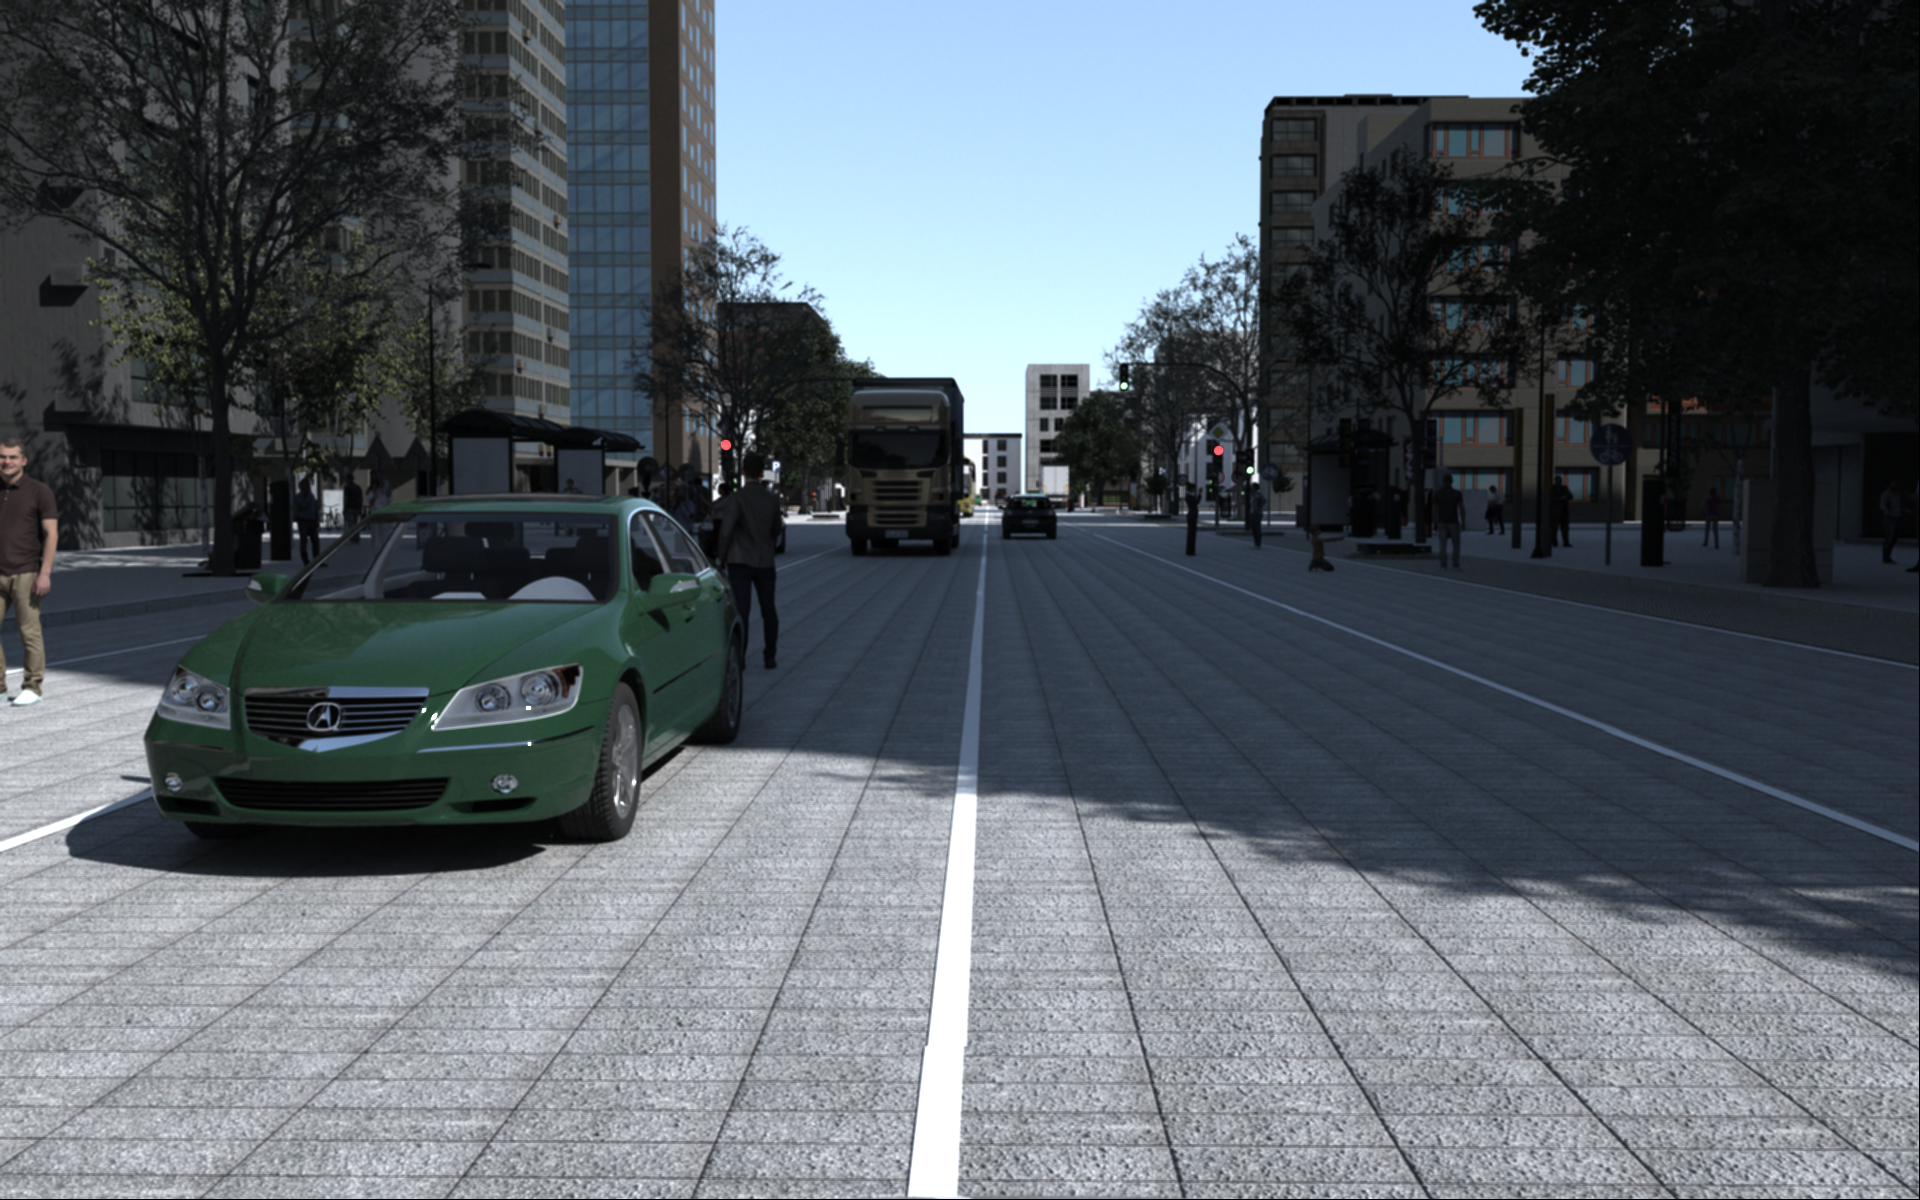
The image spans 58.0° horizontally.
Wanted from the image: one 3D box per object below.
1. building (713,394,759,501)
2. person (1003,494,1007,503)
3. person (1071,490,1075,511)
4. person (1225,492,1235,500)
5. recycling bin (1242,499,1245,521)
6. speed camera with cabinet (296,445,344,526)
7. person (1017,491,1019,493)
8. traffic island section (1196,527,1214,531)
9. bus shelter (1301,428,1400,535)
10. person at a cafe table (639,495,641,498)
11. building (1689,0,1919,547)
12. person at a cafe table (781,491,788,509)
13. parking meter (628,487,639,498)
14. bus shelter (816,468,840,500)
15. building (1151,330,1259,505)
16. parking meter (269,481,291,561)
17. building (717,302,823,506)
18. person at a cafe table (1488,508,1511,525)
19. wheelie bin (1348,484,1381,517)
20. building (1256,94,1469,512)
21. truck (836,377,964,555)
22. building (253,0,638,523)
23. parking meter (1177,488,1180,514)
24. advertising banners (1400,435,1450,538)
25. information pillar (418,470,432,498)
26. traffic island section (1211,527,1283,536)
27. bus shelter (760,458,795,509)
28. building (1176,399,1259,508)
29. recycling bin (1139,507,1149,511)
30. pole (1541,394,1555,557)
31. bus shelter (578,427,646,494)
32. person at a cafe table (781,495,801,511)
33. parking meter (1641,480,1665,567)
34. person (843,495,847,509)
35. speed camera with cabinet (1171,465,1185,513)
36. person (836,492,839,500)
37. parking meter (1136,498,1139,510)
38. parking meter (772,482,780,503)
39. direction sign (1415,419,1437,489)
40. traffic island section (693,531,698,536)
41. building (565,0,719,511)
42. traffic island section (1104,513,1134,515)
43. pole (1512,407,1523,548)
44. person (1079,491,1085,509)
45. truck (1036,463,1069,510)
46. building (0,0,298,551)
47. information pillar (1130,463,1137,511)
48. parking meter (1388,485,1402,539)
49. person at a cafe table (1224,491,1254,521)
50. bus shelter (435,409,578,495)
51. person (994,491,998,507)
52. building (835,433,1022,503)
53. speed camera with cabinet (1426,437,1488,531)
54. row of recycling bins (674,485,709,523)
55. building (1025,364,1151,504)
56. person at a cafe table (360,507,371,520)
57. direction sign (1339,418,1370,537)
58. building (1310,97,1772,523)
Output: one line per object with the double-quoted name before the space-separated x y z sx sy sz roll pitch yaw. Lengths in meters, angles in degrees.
"building" -21.551 -13.290 159.435 9.099 9.664 28.070 0 4 1
"person" 5.728 -12.772 220.556 0.421 1.427 0.697 2 4 33
"person" 9.615 -8.541 148.236 0.705 1.814 1.350 -1 4 -14
"person" 22.586 -8.312 145.175 0.991 1.433 0.599 3 4 37
"recycling bin" 13.707 -4.302 82.893 0.722 1.027 0.722 -1 4 -10
"speed camera with cabinet" -25.851 -4.648 70.337 2.038 3.252 0.660 0 4 -1
"person" 4.761 -8.251 144.339 0.756 1.711 0.436 0 4 0
"traffic island section" 10.132 -2.804 68.130 2.009 0.180 2.903 0 4 1
"bus shelter" 12.541 -3.798 56.028 2.014 3.302 5.546 0 4 1
"person at a cafe table" -15.503 -4.441 81.120 1.622 1.524 1.698 -1 4 -23
"building" 34.496 -27.363 36.619 28.713 52.752 27.495 0 4 1
"person at a cafe table" -13.870 -7.506 131.245 1.622 1.524 1.698 1 4 15
"parking meter" -11.200 -3.121 59.437 0.372 1.533 0.369 0 3 0
"bus shelter" -10.395 -8.738 136.785 2.014 3.302 5.546 0 4 1
"building" 31.701 -20.127 195.529 16.747 18.905 31.486 0 4 1
"parking meter" -13.142 -1.533 33.481 0.372 1.533 0.369 0 3 0
"building" -32.315 -21.687 198.559 32.646 21.610 27.936 0 4 1
"person at a cafe table" 21.478 -3.684 71.088 1.698 1.238 1.726 2 4 35
"wheelie bin" 12.287 -2.731 52.561 0.980 1.594 0.693 0 4 7
"building" 29.137 -21.867 129.223 14.160 30.474 14.107 0 4 1
"truck" -1.279 -3.368 43.981 2.839 4.237 11.283 0 4 2
"building" -33.449 -24.184 87.286 32.217 40.220 23.993 0 4 1
"parking meter" 14.268 -6.631 114.134 0.255 1.863 0.399 3 5 45
"advertising banners" 13.748 -3.351 50.975 0.090 3.025 2.074 -2 4 -29
"information pillar" -12.574 -2.216 40.729 0.304 2.012 0.304 0 4 2
"traffic island section" 9.999 -2.316 60.146 2.009 0.180 2.903 0 4 1
"bus shelter" -10.770 -6.443 99.260 2.014 3.302 5.546 0 4 1
"building" 26.563 -13.681 165.830 9.099 9.664 28.070 0 4 1
"recycling bin" 13.956 -7.212 130.468 0.722 1.027 0.722 -2 4 -30
"pole" 12.010 -2.540 35.373 0.158 3.312 0.155 0 3 0
"bus shelter" -11.495 -3.731 54.929 2.014 3.302 5.546 0 4 1
"person at a cafe table" -12.497 -7.196 128.511 1.726 1.238 1.698 0 4 0
"parking meter" 12.319 -1.369 30.795 0.372 1.533 0.369 0 3 0
"person" -9.663 -8.407 146.683 0.799 1.438 0.628 3 5 39
"speed camera with cabinet" 14.602 -7.592 118.459 0.660 3.252 2.038 -1 4 -23
"person" -14.495 -12.054 203.566 0.683 1.767 0.568 -2 4 -31
"parking meter" 14.438 -8.049 140.009 0.372 1.533 0.369 0 3 0
"parking meter" -9.207 -4.950 86.635 0.399 1.863 0.255 -1 4 -10
"direction sign" 14.127 -3.718 52.784 0.379 3.537 0.876 -3 5 -40
"traffic island section" -8.119 -2.335 60.451 2.009 0.180 2.903 0 4 1
"building" -24.051 -28.374 114.024 14.600 45.320 14.200 0 4 1
"traffic island section" 10.993 -5.932 119.847 1.991 0.108 1.994 0 4 1
"pole" 13.159 -2.876 40.867 0.158 3.312 0.155 0 3 0
"person" 11.611 -9.507 164.607 0.551 1.740 0.621 1 4 12
"truck" 8.792 -10.710 164.018 2.839 4.237 11.283 0 4 1
"building" -25.939 -16.713 44.966 14.107 30.474 14.160 0 4 1
"information pillar" 13.240 -8.602 131.990 0.504 3.616 0.183 1 4 13
"parking meter" 12.374 -2.501 49.295 0.372 1.533 0.369 0 3 0
"person at a cafe table" 13.863 -4.628 84.186 1.622 1.524 1.698 2 4 25
"bus shelter" -11.428 -3.056 43.891 2.014 3.302 5.546 0 4 1
"person" 3.895 -11.030 189.363 0.721 1.766 1.217 1 4 13
"building" -5.458 -18.197 239.661 28.070 9.664 9.099 0 4 1
"speed camera with cabinet" 17.293 -4.031 60.241 2.038 3.252 0.660 -1 4 -10
"row of recycling bins" -11.980 -4.285 77.179 1.069 1.692 3.534 0 4 6
"building" 25.055 -23.029 242.980 31.486 18.905 16.747 0 4 1
"person at a cafe table" -25.406 -3.907 74.734 1.726 1.238 1.698 2 4 34
"direction sign" 11.777 -3.658 51.800 0.876 3.537 0.379 0 4 4
"building" 35.130 -14.947 89.425 28.899 21.520 27.650 0 4 1
